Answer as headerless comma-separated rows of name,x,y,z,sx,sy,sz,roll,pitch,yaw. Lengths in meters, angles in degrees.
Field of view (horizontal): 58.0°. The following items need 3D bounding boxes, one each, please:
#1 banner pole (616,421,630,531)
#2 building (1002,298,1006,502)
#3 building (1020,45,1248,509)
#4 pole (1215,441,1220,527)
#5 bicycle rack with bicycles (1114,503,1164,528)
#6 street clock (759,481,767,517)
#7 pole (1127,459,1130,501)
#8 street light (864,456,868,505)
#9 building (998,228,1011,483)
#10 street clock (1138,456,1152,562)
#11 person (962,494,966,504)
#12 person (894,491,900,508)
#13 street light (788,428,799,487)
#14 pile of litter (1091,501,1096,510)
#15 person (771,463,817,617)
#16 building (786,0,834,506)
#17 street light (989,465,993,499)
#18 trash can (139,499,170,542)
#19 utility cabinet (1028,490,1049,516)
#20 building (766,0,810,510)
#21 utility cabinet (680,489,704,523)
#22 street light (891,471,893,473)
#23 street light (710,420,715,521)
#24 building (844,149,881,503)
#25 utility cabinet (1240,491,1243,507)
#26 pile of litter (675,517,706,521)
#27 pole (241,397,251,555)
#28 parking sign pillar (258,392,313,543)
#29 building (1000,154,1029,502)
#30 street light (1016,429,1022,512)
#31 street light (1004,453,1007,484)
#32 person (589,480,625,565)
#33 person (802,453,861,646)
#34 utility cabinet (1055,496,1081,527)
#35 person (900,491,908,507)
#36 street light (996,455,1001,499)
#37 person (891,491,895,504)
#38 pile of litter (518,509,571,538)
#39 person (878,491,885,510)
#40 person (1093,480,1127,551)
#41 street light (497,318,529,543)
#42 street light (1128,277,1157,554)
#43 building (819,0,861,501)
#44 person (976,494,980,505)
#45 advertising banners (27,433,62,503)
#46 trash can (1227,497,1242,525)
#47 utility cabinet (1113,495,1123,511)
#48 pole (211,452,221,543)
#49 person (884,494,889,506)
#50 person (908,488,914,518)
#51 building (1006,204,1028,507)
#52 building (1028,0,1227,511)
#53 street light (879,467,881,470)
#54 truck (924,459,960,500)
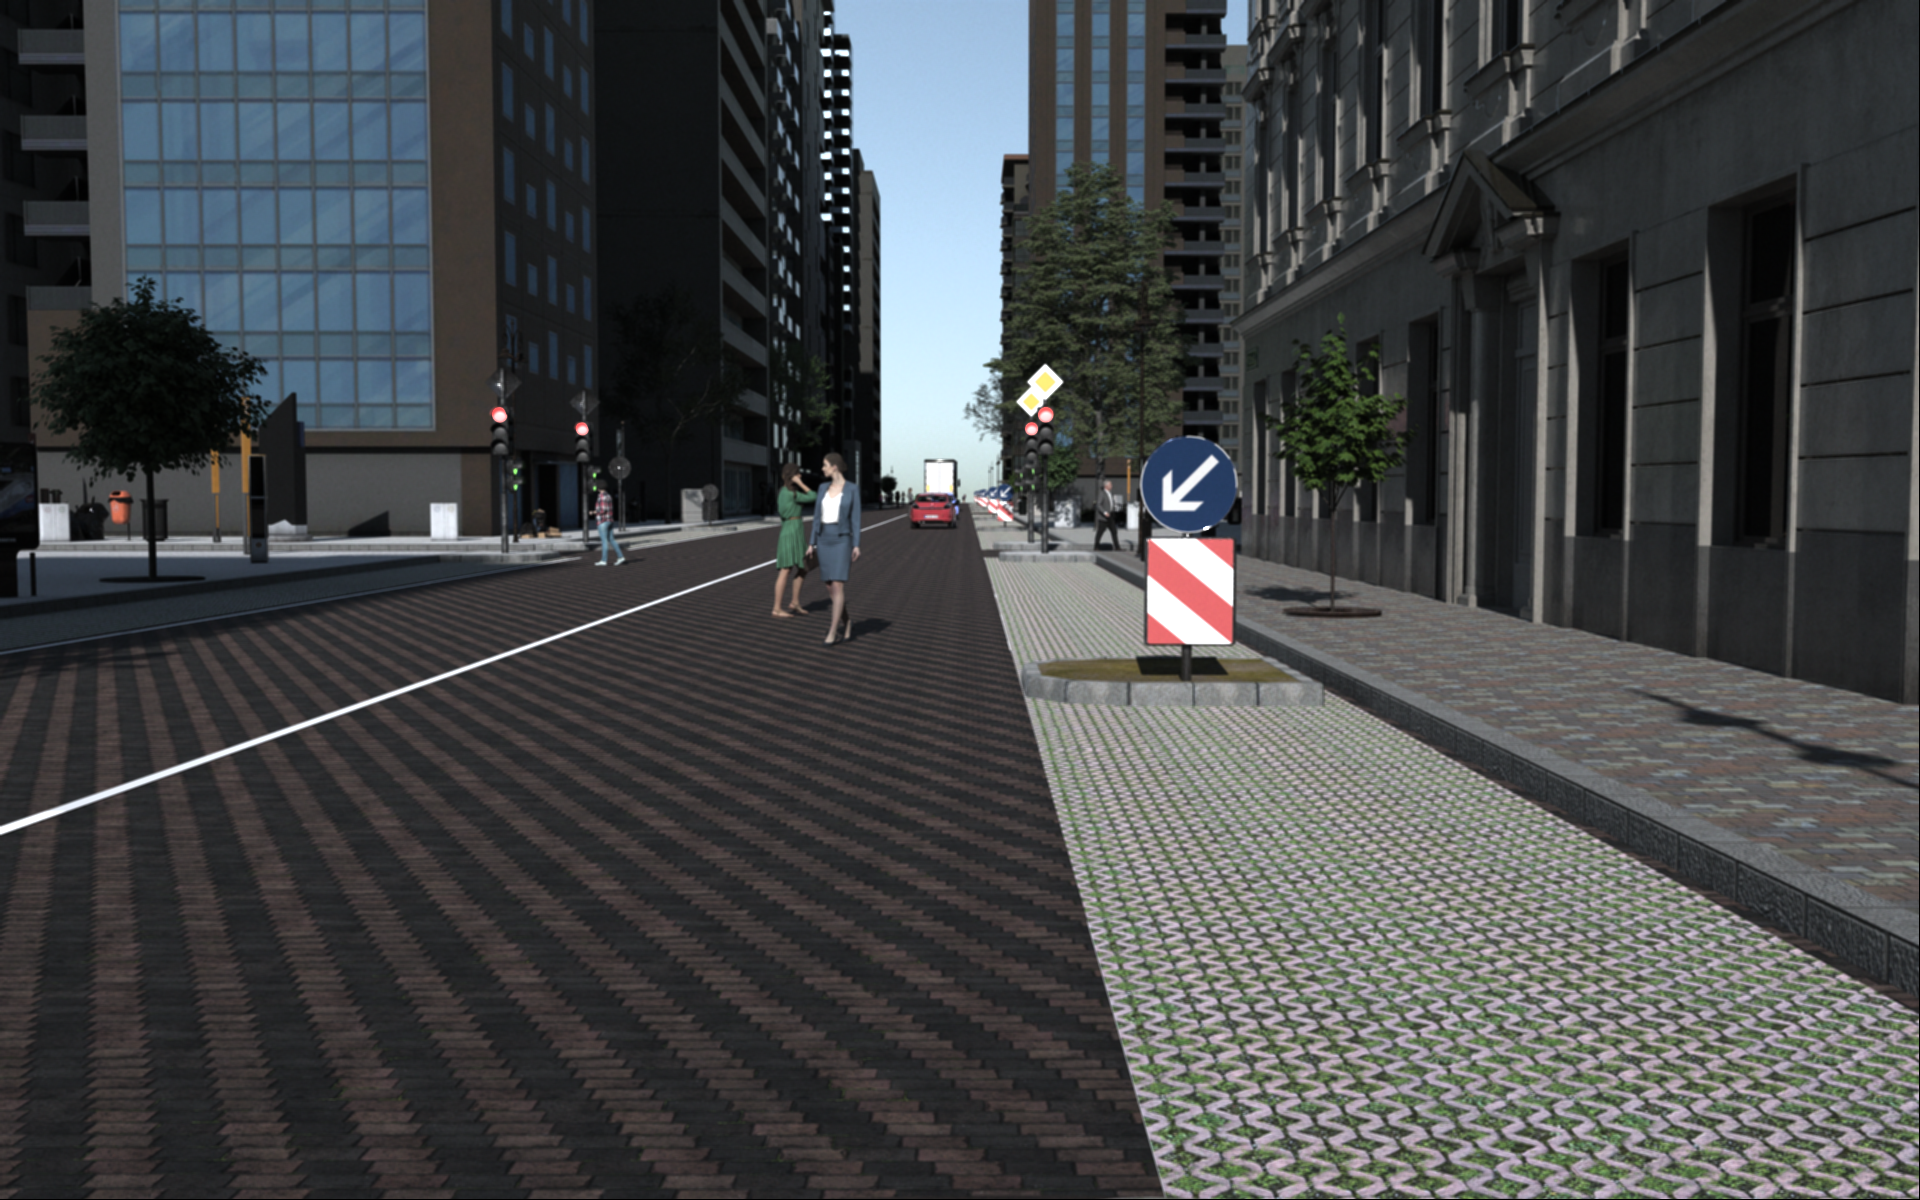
banner pole,-11.583,-4.231,59.201,0.401,3.779,0.863,1,4,9
building,12.940,-28.798,242.553,14.160,30.474,14.107,0,4,0
building,21.651,-28.286,154.354,32.217,40.220,23.993,0,4,0
pole,9.975,-4.488,67.227,0.158,3.312,0.155,0,3,0
bicycle rack with bicycles,6.730,-3.225,66.106,2.852,0.926,2.925,3,5,45
street clock,-11.246,-5.763,98.803,0.358,2.002,0.471,2,4,29
pole,9.929,-6.606,101.844,0.158,3.312,0.155,0,3,0
street light,-11.173,-14.266,206.038,0.468,5.910,1.993,0,4,0
building,17.675,-39.425,264.210,23.786,49.044,30.456,0,4,0
street clock,3.557,-1.736,32.948,0.358,2.002,0.471,0,4,2
person,0.618,-14.405,247.249,0.421,1.427,0.697,-2,4,-28
person,-6.545,-10.454,179.936,0.721,1.766,1.217,-2,4,-32
street light,-11.615,-8.962,119.323,0.468,5.910,1.993,0,4,0
pile of litter,8.996,-5.926,110.848,1.176,0.858,1.719,3,4,37
person,-1.987,-0.704,20.252,0.529,1.795,0.600,-2,4,-32
building,-27.024,-35.154,164.009,28.713,52.752,27.495,0,4,0
street light,4.762,-18.749,279.327,0.468,5.910,1.993,0,4,0
trash can,-21.802,-2.156,46.905,0.748,1.137,0.748,0,3,0
utility cabinet,4.518,-5.581,99.932,1.173,1.500,0.318,1,4,18
building,-24.425,-31.532,135.155,23.786,49.044,30.456,0,4,0
utility cabinet,-11.749,-4.115,75.961,0.318,1.500,1.173,2,4,34
street light,-10.990,-18.783,279.885,0.468,5.910,1.993,0,4,0
street light,-11.780,-6.710,82.494,0.468,5.910,1.993,0,4,0
building,-22.474,-38.075,246.228,21.300,48.544,21.600,0,4,0
utility cabinet,19.510,-6.732,118.747,0.318,1.500,1.173,2,4,31
pile of litter,-13.071,-4.278,83.905,1.176,0.858,1.719,-3,5,-39
pole,-15.067,-2.614,36.585,0.158,3.312,0.155,0,3,0
parking sign pillar,-18.168,-3.546,46.447,1.447,3.967,1.447,2,4,27
building,16.248,-34.568,219.816,22.147,44.769,28.867,0,4,0
street light,4.221,-9.184,122.951,0.468,5.910,1.993,0,4,0
street light,4.238,-11.437,159.780,0.468,5.910,1.993,0,4,0
person,-7.116,-1.563,34.895,0.643,1.720,0.563,1,4,11
person,-1.148,-0.489,16.513,0.581,1.822,0.654,3,4,38
utility cabinet,4.238,-3.480,68.062,1.020,1.237,0.306,2,4,34
person,-6.466,-11.441,196.283,1.217,1.735,0.721,-1,4,-19
street light,4.462,-14.239,205.590,0.468,5.910,1.993,0,4,0
person,-9.189,-13.715,232.748,1.348,1.824,0.705,0,4,6
pile of litter,-12.197,-2.251,50.762,1.719,0.858,1.176,-2,4,-23
person,-6.977,-8.863,154.087,0.721,1.739,1.217,-2,4,-31
person,3.653,-2.047,42.361,0.834,1.777,0.661,2,4,30
street light,-11.756,-4.457,45.665,0.468,5.910,1.993,0,4,0
street light,3.884,-3.926,36.980,0.468,5.910,1.993,0,4,0
building,-23.487,-55.422,218.822,22.319,86.520,31.000,0,4,0
person,2.494,-13.181,224.561,0.990,1.755,0.434,2,4,29
advertising banners,-26.585,-3.311,50.320,0.090,3.025,2.074,0,4,-4
trash can,11.572,-3.749,72.945,0.748,1.137,0.748,0,3,0
utility cabinet,10.530,-6.381,115.494,0.306,1.237,1.020,2,4,27
pole,-19.605,-3.166,45.603,0.158,3.312,0.155,0,3,0
person,-8.828,-11.906,206.389,0.991,1.433,0.599,-3,4,-38
person,-2.793,-5.657,101.272,0.573,1.790,0.520,-2,4,-27
building,12.211,-24.632,174.433,14.160,30.474,14.107,0,4,0
building,12.480,-29.645,134.813,14.600,45.320,14.200,0,4,0
street light,-11.219,-16.519,242.868,0.468,5.910,1.993,0,4,0
truck,-1.526,-9.603,145.915,2.839,4.237,11.283,0,4,1
